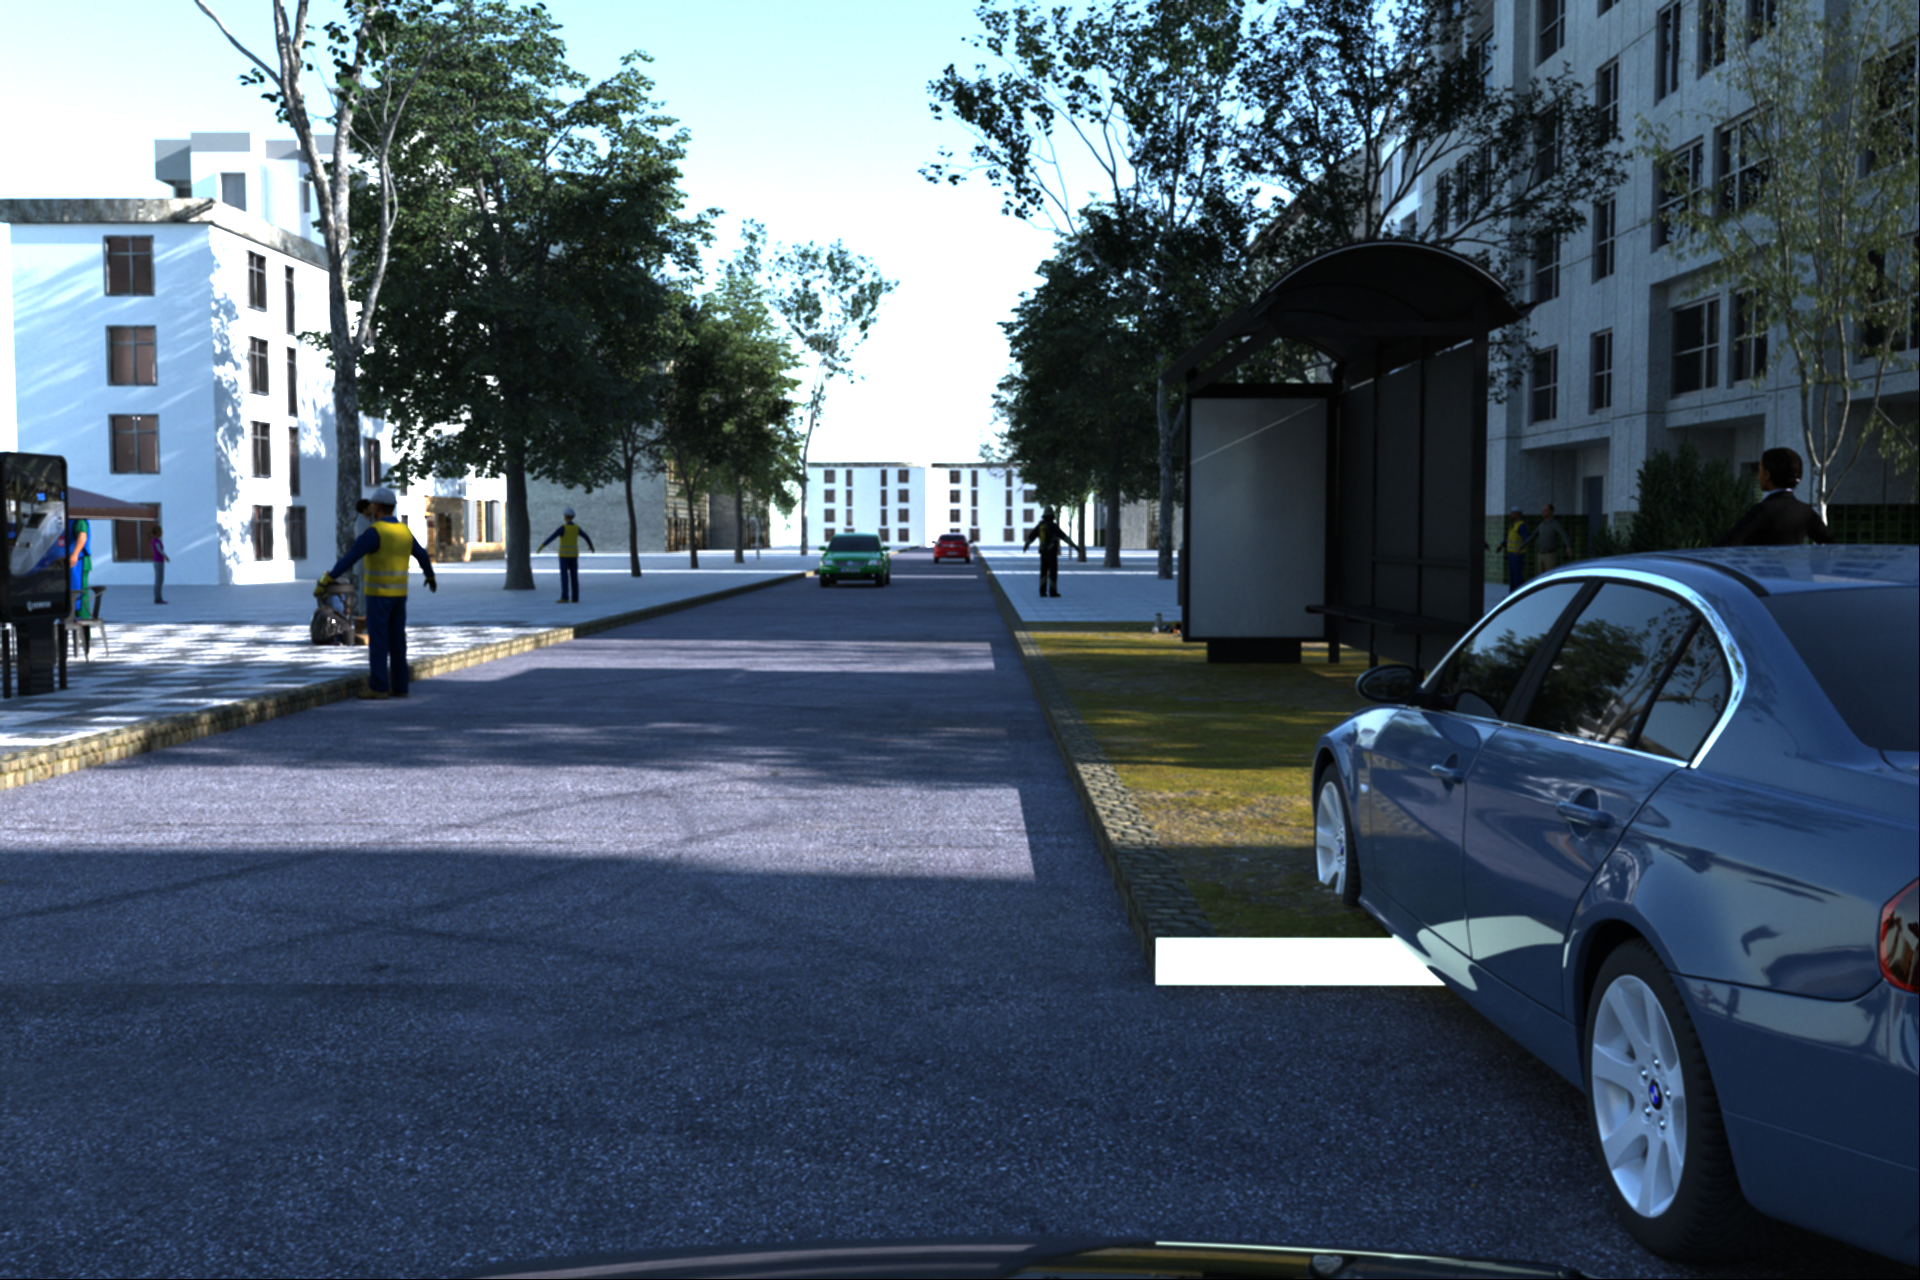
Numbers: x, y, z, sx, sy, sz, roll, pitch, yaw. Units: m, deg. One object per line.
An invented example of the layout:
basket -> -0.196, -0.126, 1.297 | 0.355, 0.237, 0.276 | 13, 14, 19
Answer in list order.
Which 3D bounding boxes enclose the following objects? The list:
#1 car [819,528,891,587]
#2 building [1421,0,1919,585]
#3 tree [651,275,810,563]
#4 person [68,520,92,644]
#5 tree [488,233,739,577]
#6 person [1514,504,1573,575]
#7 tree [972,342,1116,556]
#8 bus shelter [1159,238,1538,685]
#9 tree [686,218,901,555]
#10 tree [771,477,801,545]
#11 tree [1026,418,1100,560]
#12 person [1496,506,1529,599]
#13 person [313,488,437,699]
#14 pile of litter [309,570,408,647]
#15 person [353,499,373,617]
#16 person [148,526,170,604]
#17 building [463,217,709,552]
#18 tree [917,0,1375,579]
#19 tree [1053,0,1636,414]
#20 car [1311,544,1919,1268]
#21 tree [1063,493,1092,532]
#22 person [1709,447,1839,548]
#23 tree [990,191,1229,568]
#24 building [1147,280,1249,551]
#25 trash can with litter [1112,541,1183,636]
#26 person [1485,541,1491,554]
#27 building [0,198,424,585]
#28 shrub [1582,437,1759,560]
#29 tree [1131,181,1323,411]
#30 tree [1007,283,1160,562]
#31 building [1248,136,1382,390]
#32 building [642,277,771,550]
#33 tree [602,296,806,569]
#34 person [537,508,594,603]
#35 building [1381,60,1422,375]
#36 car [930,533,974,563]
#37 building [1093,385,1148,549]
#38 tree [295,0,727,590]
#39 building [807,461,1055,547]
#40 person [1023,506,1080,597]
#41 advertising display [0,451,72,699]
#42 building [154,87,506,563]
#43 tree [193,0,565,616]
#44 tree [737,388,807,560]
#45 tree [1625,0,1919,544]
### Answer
car -> -2.899, -2.408, 48.175 | 1.959, 1.807, 4.718 | 0, 4, 0
building -> 22.150, -10.372, 36.047 | 16.747, 18.905, 31.486 | 0, 3, 0
tree -> -10.185, -9.683, 76.443 | 7.486, 12.596, 7.792 | 0, 3, 0
person -> -10.392, -0.868, 20.317 | 0.704, 1.817, 1.347 | -2, 4, -31
tree -> -10.050, -7.175, 51.723 | 7.601, 10.594, 8.767 | 0, 4, 5
person -> 10.114, -1.444, 29.877 | 0.705, 1.796, 1.348 | -2, 4, -24
tree -> 5.759, -11.691, 101.509 | 12.009, 13.543, 11.850 | 0, 3, 0
bus shelter -> 2.971, -1.269, 14.665 | 2.014, 3.302, 5.546 | 0, 4, 1
tree -> -10.306, -15.209, 104.564 | 12.611, 20.169, 13.585 | 0, 3, 0
tree -> -20.223, -15.501, 203.799 | 4.737, 8.622, 4.395 | 0, 3, 0
tree -> 5.352, -8.298, 86.039 | 4.737, 8.622, 4.395 | 0, 3, 0
person -> 10.819, -1.702, 33.792 | 0.705, 1.833, 1.349 | 0, 4, -4
person -> -5.037, -0.410, 15.136 | 0.705, 1.833, 1.349 | 2, 4, 28
pile of litter -> -7.156, -0.404, 20.577 | 1.176, 0.858, 1.719 | 0, 4, 1
person -> -8.893, -1.212, 26.003 | 0.705, 1.806, 1.347 | -1, 4, -14
person -> -14.702, -1.385, 31.911 | 0.599, 1.433, 0.991 | -2, 4, -34
building -> -29.545, -18.238, 129.119 | 19.493, 23.208, 18.063 | 0, 4, 1
tree -> 4.909, -11.738, 47.807 | 12.611, 20.169, 13.585 | 0, 3, 0
tree -> 5.677, -5.667, 27.066 | 8.767, 10.594, 7.601 | 0, 4, -4
car -> 2.200, 0.445, 4.720 | 2.014, 1.417, 4.499 | 0, 4, -1
tree -> 14.093, -15.328, 200.974 | 4.360, 8.622, 3.978 | 0, 3, 0
person -> 4.296, -0.157, 9.294 | 1.216, 1.740, 0.721 | -1, 4, -20
tree -> 5.922, -9.747, 66.014 | 9.857, 13.997, 8.962 | 0, 3, 0
building -> 25.249, -18.780, 137.983 | 19.493, 23.208, 18.063 | 0, 4, 0
trash can with litter -> 2.903, -0.698, 22.476 | 1.678, 1.210, 2.233 | 0, 4, -1
person -> 9.626, -1.676, 33.595 | 1.347, 1.806, 0.705 | 0, 4, 4
building -> -23.004, -7.055, 57.505 | 9.099, 9.664, 28.070 | 0, 4, 1
shrub -> 5.512, -0.538, 13.208 | 1.690, 2.028, 1.600 | 0, 3, 0
tree -> 5.658, -5.254, 36.259 | 4.737, 8.622, 4.395 | 0, 3, 0
tree -> 5.750, -9.758, 77.668 | 7.486, 12.596, 7.792 | 0, 3, 0
building -> 24.747, -15.474, 83.921 | 19.493, 23.208, 18.063 | 0, 3, 0
building -> -26.785, -19.479, 149.405 | 19.493, 23.208, 18.063 | 0, 4, 1
tree -> -9.967, -7.960, 64.562 | 8.767, 10.594, 7.601 | -1, 4, -17
person -> -7.338, -1.581, 32.321 | 1.216, 1.772, 0.721 | -3, 5, -45
building -> 22.229, -13.034, 69.522 | 16.016, 20.090, 11.380 | 0, 3, 0
car -> -0.396, -4.715, 86.135 | 2.155, 1.783, 4.494 | 0, 4, 0
building -> 22.525, -18.431, 167.810 | 16.747, 18.905, 31.486 | 0, 4, 0
tree -> -10.226, -8.135, 39.661 | 9.857, 13.997, 8.962 | 0, 3, 0
building -> -3.180, -15.669, 200.789 | 28.070, 9.664, 9.099 | 0, 4, 7
person -> 1.830, -1.813, 35.414 | 1.354, 1.856, 0.705 | 2, 4, 35
advertising display -> -7.433, -0.530, 13.878 | 0.123, 1.923, 0.974 | 0, 4, 0
building -> -28.049, -13.359, 74.839 | 16.016, 20.090, 11.380 | 0, 4, 0
tree -> -10.509, -10.376, 25.531 | 12.611, 20.169, 13.585 | 0, 3, 0
tree -> -10.234, -8.265, 85.498 | 4.360, 8.622, 3.978 | 0, 3, 0
tree -> 9.854, -4.231, 19.543 | 4.360, 8.622, 3.978 | 0, 3, 0
